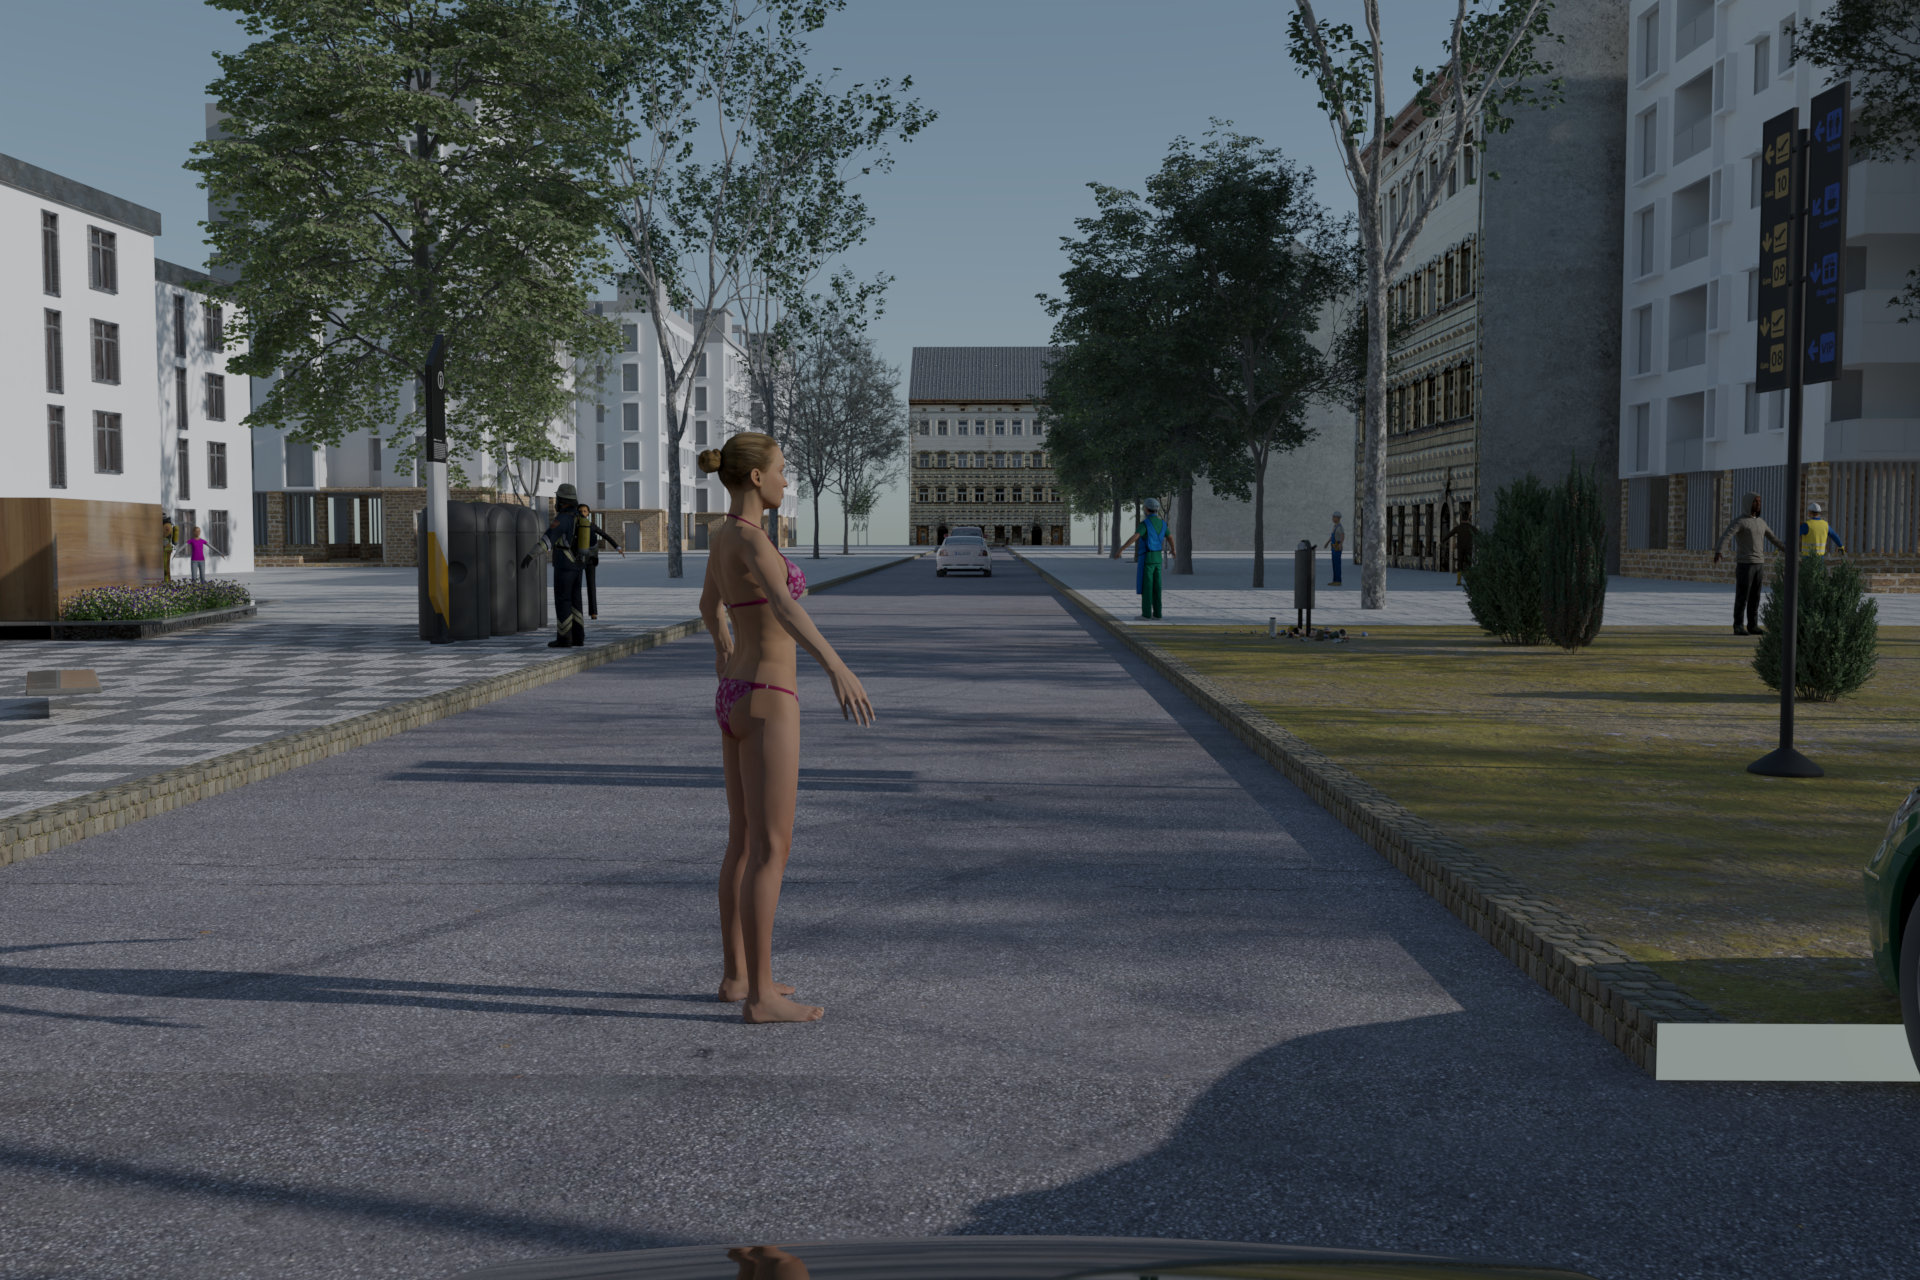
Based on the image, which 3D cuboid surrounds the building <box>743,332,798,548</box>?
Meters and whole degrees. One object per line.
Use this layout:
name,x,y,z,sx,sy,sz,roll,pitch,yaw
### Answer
building,-21.719,-18.795,163.718,16.016,20.090,11.380,0,4,1

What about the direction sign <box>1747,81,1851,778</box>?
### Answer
direction sign,4.430,-1.051,9.188,0.379,3.537,0.876,0,4,0

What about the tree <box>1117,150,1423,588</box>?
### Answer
tree,7.445,-6.547,41.463,7.601,10.594,8.767,-3,5,-39

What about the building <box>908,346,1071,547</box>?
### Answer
building,3.543,-22.532,201.775,18.063,23.208,19.493,0,4,1

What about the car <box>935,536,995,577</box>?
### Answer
car,0.162,-2.861,59.135,2.083,1.381,4.827,0,4,1

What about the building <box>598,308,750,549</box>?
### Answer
building,-24.362,-17.731,146.316,16.016,20.090,11.380,0,3,0

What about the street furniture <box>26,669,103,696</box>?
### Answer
street furniture,-12.494,-0.348,12.536,11.010,1.723,9.812,-2,4,-28

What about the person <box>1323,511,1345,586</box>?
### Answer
person,9.332,-2.273,43.027,0.705,1.847,1.347,0,4,-4

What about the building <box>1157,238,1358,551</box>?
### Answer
building,25.137,-18.804,138.378,19.493,23.208,18.063,0,4,1

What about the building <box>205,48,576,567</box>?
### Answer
building,-23.245,-12.981,68.656,16.016,20.090,11.380,0,4,1

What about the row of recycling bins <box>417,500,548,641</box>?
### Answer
row of recycling bins,-6.112,-0.941,22.505,1.069,1.692,3.534,0,4,1

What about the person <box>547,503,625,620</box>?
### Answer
person,-5.632,-1.174,25.913,1.216,1.740,0.721,-1,4,-10

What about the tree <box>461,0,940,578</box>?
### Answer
tree,-7.422,-11.817,49.103,12.611,20.169,13.585,0,3,0

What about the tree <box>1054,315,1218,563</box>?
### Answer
tree,7.804,-9.254,77.054,9.928,11.665,9.643,0,3,0

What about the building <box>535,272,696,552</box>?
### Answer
building,-26.543,-16.527,126.631,16.016,20.090,11.380,0,4,2

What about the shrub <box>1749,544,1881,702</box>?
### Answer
shrub,6.620,-0.140,13.403,1.383,1.207,1.383,0,3,0

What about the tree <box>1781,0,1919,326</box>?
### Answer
tree,13.156,-5.069,17.290,8.767,10.594,7.601,0,4,5

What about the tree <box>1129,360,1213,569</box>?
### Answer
tree,7.457,-6.915,63.427,4.360,8.622,3.978,0,3,0

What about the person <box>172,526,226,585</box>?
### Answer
person,-14.898,-1.506,33.889,0.991,1.433,0.599,-3,4,-37

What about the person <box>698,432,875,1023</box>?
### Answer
person,-0.538,0.248,5.206,0.721,1.733,1.217,-2,4,-25

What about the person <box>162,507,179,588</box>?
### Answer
person,-17.070,-1.916,37.092,0.705,1.858,1.354,-2,4,-28

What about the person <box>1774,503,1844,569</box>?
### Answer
person,15.327,-1.541,31.161,1.349,1.833,0.705,0,4,-7

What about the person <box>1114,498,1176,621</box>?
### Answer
person,2.813,-1.201,25.760,1.347,1.817,0.704,-3,5,-43

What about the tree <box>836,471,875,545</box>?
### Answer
tree,-11.881,-15.122,197.605,4.737,8.622,4.395,0,3,0

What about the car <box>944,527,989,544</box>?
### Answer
car,0.347,-4.929,89.260,2.281,1.827,5.304,0,4,1

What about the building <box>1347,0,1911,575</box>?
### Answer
building,25.457,-14.141,62.128,19.493,23.208,18.063,0,4,1

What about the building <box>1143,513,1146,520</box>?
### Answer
building,28.019,-18.646,171.319,16.747,18.905,31.486,0,4,1

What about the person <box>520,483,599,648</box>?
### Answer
person,-4.472,-0.849,19.659,0.705,1.856,1.354,2,4,24

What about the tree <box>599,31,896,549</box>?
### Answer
tree,-8.516,-12.993,68.323,12.611,20.169,13.585,0,3,0

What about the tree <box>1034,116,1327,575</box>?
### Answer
tree,7.097,-9.063,54.837,9.857,13.997,8.962,0,3,0

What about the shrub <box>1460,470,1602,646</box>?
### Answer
shrub,6.625,-0.959,20.101,1.690,2.028,1.600,0,3,0

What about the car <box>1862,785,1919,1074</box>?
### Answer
car,3.276,0.559,2.651,2.131,1.459,4.920,0,4,1

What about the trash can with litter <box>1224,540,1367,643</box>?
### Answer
trash can with litter,4.247,-0.636,21.457,1.678,1.210,2.233,0,4,-1

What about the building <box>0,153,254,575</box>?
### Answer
building,-25.397,-6.323,45.521,9.099,9.664,28.070,0,4,2

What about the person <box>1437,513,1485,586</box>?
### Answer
person,12.548,-2.257,43.040,1.346,1.812,0.704,1,4,23

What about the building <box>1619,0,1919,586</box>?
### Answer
building,24.814,-11.812,49.549,16.016,20.090,11.380,0,4,1

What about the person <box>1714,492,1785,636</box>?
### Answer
person,10.034,-0.968,21.958,1.348,1.813,0.705,-1,4,-22

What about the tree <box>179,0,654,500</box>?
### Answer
tree,-8.523,-6.676,27.276,7.486,12.596,7.792,0,3,0

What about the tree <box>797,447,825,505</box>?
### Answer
tree,-20.542,-17.431,195.359,12.009,13.543,11.850,0,3,0

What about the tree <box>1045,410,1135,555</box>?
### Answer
tree,9.010,-11.544,106.878,7.486,12.596,7.792,0,3,0

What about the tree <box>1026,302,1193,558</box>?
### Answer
tree,8.376,-11.377,92.664,9.857,13.997,8.962,0,3,0

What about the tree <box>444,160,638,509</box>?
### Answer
tree,-8.667,-5.142,34.442,4.360,8.622,3.978,0,3,0

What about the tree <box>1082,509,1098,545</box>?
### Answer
tree,15.833,-15.284,200.252,4.360,8.622,3.978,0,3,0

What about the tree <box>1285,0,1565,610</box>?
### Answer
tree,8.204,-10.528,28.024,12.611,20.169,13.585,0,3,0

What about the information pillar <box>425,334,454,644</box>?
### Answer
information pillar,-6.072,-1.759,20.117,0.183,3.616,0.504,0,4,0

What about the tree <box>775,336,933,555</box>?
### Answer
tree,-6.869,-11.943,105.642,12.009,13.543,11.850,0,3,0

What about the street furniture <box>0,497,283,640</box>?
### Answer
street furniture,-12.606,-1.060,24.181,9.812,1.723,11.010,-1,4,-10

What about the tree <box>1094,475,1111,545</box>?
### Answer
tree,16.803,-14.974,195.185,4.360,8.622,3.978,0,3,0

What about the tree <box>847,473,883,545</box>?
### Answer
tree,-11.161,-15.452,202.998,4.737,8.622,4.395,0,3,0

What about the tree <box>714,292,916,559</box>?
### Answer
tree,-7.304,-10.879,88.242,12.009,13.543,11.850,0,3,0
